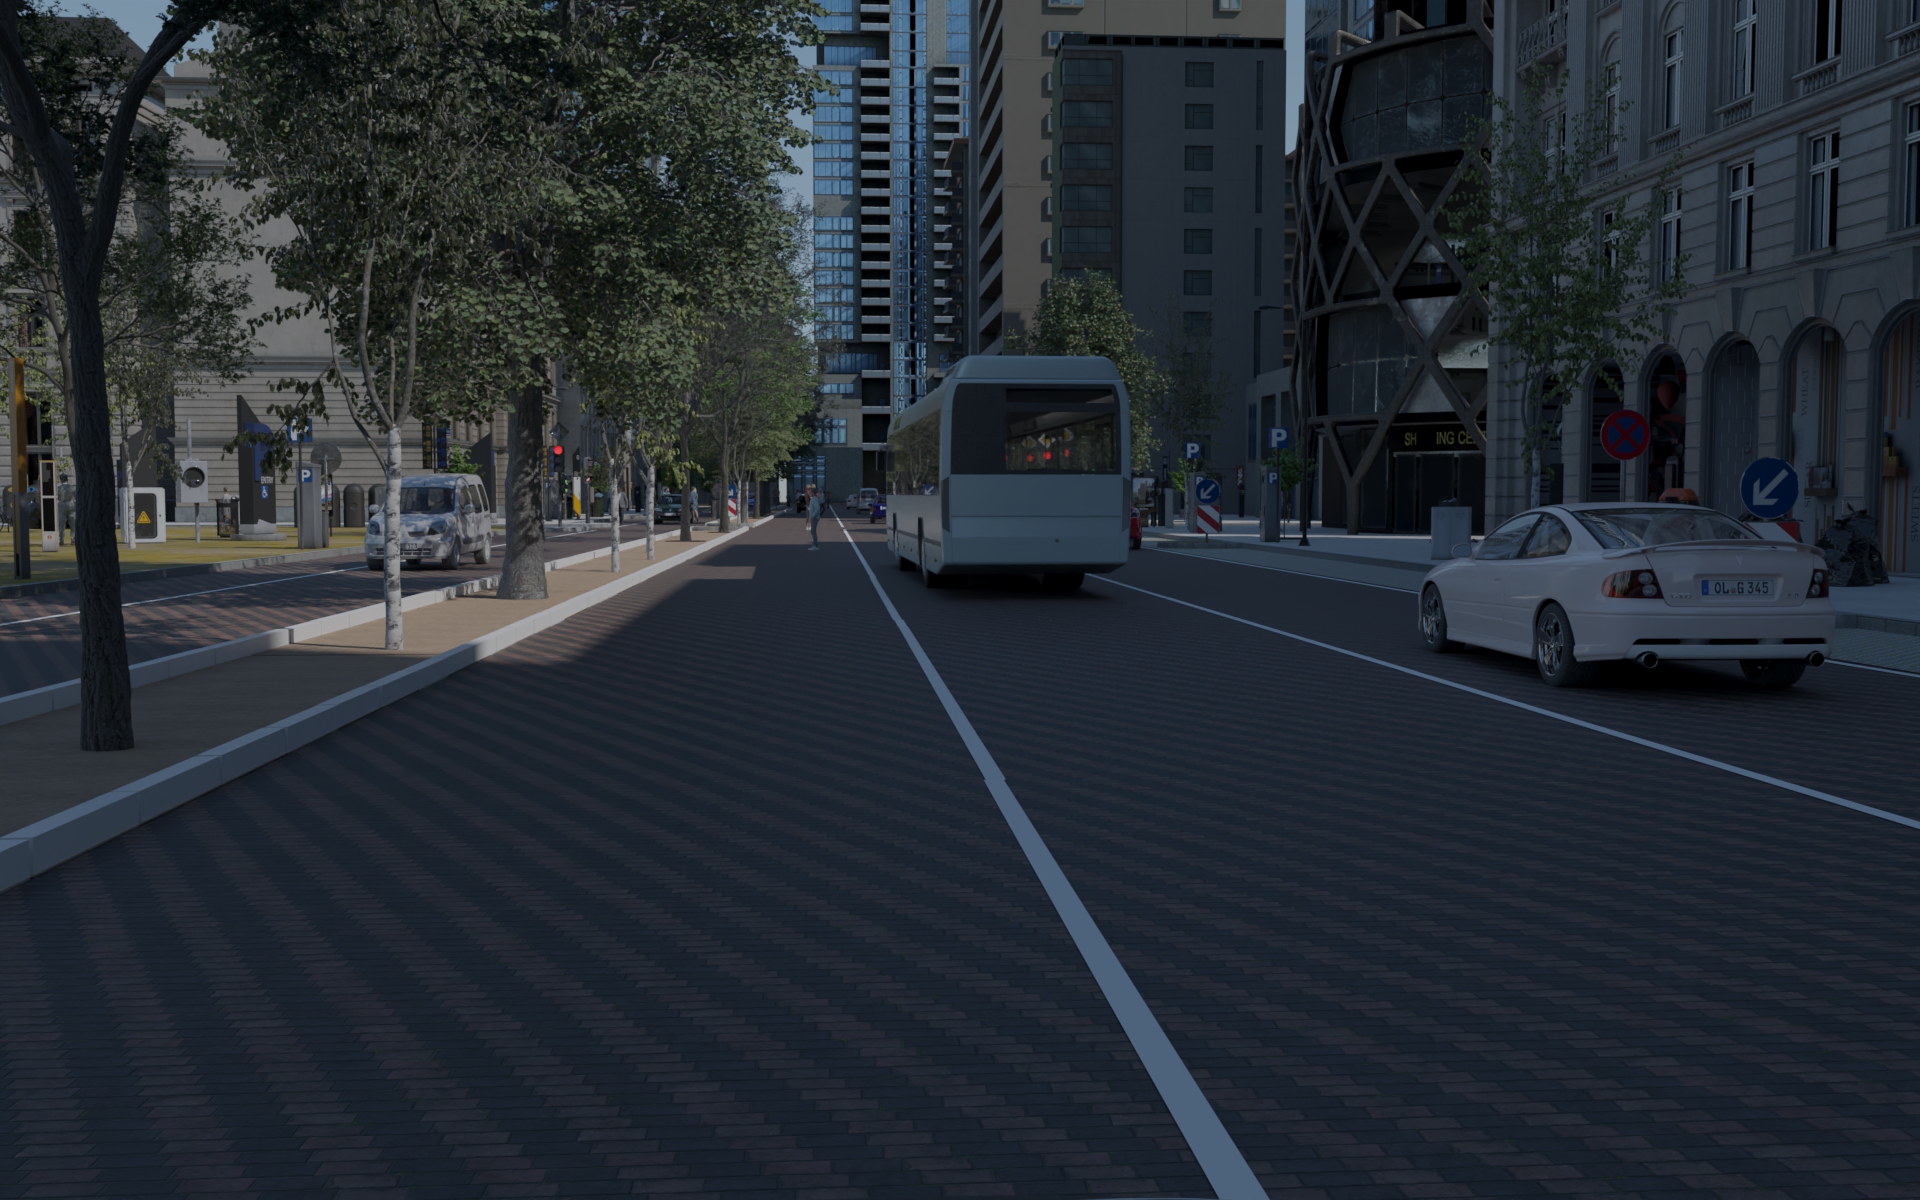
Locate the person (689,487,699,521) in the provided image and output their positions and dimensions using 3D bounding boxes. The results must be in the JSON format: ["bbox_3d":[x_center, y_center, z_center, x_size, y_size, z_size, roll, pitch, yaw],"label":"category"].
[{"bbox_3d":[-13.898,-5.002,90.307,0.581,1.822,0.654,-3,4,-37],"label":"person"}]

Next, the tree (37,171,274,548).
[{"bbox_3d":[-19.333,-5.523,40.670,4.360,8.622,3.978,0,3,0],"label":"tree"}]

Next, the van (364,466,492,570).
[{"bbox_3d":[-10.395,-1.650,33.993,2.013,2.044,4.112,0,4,-3],"label":"van"}]

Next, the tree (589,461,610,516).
[{"bbox_3d":[-20.934,-6.449,100.035,1.663,3.219,1.824,0,3,0],"label":"tree"}]

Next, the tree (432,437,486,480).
[{"bbox_3d":[-17.009,-3.922,58.732,1.663,3.219,1.824,0,3,0],"label":"tree"}]

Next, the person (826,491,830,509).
[{"bbox_3d":[-12.857,-9.838,170.066,0.721,1.743,1.217,0,4,-5],"label":"person"}]

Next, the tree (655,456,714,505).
[{"bbox_3d":[-24.114,-10.176,150.083,4.285,4.588,4.351,0,3,0],"label":"tree"}]

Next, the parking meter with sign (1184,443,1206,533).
[{"bbox_3d":[7.903,-3.762,57.769,0.543,3.016,1.738,0,4,-4],"label":"parking meter with sign"}]

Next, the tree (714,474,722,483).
[{"bbox_3d":[-29.547,-13.451,203.639,4.285,4.588,4.351,0,3,0],"label":"tree"}]

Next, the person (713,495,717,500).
[{"bbox_3d":[-18.630,-7.562,131.989,0.795,1.843,0.661,1,4,15],"label":"person"}]

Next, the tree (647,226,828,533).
[{"bbox_3d":[-8.549,-8.253,63.152,9.928,11.665,9.643,0,3,0],"label":"tree"}]

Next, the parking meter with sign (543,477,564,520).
[{"bbox_3d":[-20.504,-5.547,86.947,0.543,3.016,1.738,1,4,15],"label":"parking meter with sign"}]

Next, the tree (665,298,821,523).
[{"bbox_3d":[-10.610,-9.983,83.802,7.486,12.596,7.792,0,3,0],"label":"tree"}]

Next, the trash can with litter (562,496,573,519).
[{"bbox_3d":[-20.373,-4.792,89.743,0.624,1.170,1.055,-1,4,-19],"label":"trash can with litter"}]

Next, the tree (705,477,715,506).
[{"bbox_3d":[-27.442,-12.061,191.791,1.663,3.219,1.824,0,3,0],"label":"tree"}]

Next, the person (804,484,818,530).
[{"bbox_3d":[-5.948,-3.702,69.005,0.580,1.828,0.573,1,4,14],"label":"person"}]

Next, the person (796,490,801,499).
[{"bbox_3d":[-13.277,-8.222,143.162,0.478,1.798,0.641,0,4,-1],"label":"person"}]

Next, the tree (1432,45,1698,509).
[{"bbox_3d":[10.074,-4.837,29.443,4.737,8.622,4.395,0,3,0],"label":"tree"}]

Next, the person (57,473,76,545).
[{"bbox_3d":[-22.392,-2.273,43.381,0.466,1.800,0.511,3,5,44],"label":"person"}]

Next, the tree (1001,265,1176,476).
[{"bbox_3d":[6.226,-10.409,87.201,9.611,12.733,9.660,0,3,0],"label":"tree"}]

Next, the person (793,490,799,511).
[{"bbox_3d":[-14.004,-8.570,148.714,0.778,1.811,0.616,0,4,5],"label":"person"}]

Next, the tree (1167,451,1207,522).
[{"bbox_3d":[10.135,-5.143,78.697,1.663,3.219,1.824,0,3,0],"label":"tree"}]

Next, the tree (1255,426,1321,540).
[{"bbox_3d":[9.097,-3.332,49.073,1.663,3.219,1.824,0,3,0],"label":"tree"}]

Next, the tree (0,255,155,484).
[{"bbox_3d":[-28.457,-6.496,56.565,4.737,8.622,4.395,0,3,0],"label":"tree"}]

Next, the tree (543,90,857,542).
[{"bbox_3d":[-8.153,-8.463,51.197,12.009,13.543,11.850,0,3,0],"label":"tree"}]

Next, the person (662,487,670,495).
[{"bbox_3d":[-17.955,-5.975,106.052,0.638,1.841,0.748,-1,4,-9],"label":"person"}]

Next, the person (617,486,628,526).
[{"bbox_3d":[-15.267,-4.213,77.773,0.661,1.777,0.834,0,4,2],"label":"person"}]

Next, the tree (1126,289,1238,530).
[{"bbox_3d":[8.039,-6.796,61.483,4.360,8.622,3.978,0,3,0],"label":"tree"}]

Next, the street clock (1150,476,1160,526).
[{"bbox_3d":[7.782,-3.974,69.538,0.358,2.002,0.471,-2,4,-29],"label":"street clock"}]

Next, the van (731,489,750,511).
[{"bbox_3d":[-18.386,-8.356,143.627,2.013,2.044,4.112,0,4,-4],"label":"van"}]

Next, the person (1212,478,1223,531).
[{"bbox_3d":[8.848,-3.302,59.833,0.447,1.846,0.655,0,4,-4],"label":"person"}]

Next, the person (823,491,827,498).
[{"bbox_3d":[-14.389,-10.577,182.225,0.721,1.735,1.217,3,5,44],"label":"person"}]

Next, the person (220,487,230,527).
[{"bbox_3d":[-30.085,-3.783,71.101,0.760,1.731,0.466,-2,4,-34],"label":"person"}]

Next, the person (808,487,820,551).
[{"bbox_3d":[-3.724,-2.068,44.129,0.330,1.601,0.589,0,4,1],"label":"person"}]

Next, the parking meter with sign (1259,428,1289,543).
[{"bbox_3d":[8.333,-3.060,46.287,0.543,3.016,1.738,0,4,-1],"label":"parking meter with sign"}]

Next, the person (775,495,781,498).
[{"bbox_3d":[-23.283,-12.954,221.018,1.217,1.743,0.721,3,4,38],"label":"person"}]

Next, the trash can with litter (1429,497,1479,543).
[{"bbox_3d":[13.384,-2.133,45.927,2.233,1.210,1.678,0,4,-2],"label":"trash can with litter"}]

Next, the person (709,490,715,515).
[{"bbox_3d":[-17.118,-6.801,119.963,0.520,1.790,0.573,3,5,44],"label":"person"}]

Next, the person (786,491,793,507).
[{"bbox_3d":[-18.927,-11.207,191.814,0.705,1.814,1.350,-3,5,-41],"label":"person"}]

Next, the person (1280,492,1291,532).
[{"bbox_3d":[10.746,-3.180,58.376,0.721,1.781,0.623,2,4,32],"label":"person"}]

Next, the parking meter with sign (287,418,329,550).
[{"bbox_3d":[-15.241,-2.713,40.616,0.543,3.016,1.738,0,4,-7],"label":"parking meter with sign"}]

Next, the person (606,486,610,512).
[{"bbox_3d":[-24.531,-7.053,121.465,0.850,1.850,0.679,1,4,10],"label":"person"}]

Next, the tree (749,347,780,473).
[{"bbox_3d":[-9.992,-7.653,77.941,4.360,8.622,3.978,0,3,0],"label":"tree"}]

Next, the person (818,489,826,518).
[{"bbox_3d":[-8.492,-5.846,104.565,0.782,1.767,0.515,-3,5,-44],"label":"person"}]

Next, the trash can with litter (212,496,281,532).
[{"bbox_3d":[-24.225,-2.926,58.891,2.233,1.210,1.678,-2,4,-29],"label":"trash can with litter"}]

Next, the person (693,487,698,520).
[{"bbox_3d":[-14.986,-5.416,97.240,0.537,1.800,0.526,-1,4,-15],"label":"person"}]

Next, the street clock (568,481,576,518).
[{"bbox_3d":[-21.023,-5.475,94.090,0.471,2.002,0.358,-3,5,-45],"label":"street clock"}]

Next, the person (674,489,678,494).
[{"bbox_3d":[-20.344,-7.088,124.577,0.473,1.802,0.592,3,4,37],"label":"person"}]
